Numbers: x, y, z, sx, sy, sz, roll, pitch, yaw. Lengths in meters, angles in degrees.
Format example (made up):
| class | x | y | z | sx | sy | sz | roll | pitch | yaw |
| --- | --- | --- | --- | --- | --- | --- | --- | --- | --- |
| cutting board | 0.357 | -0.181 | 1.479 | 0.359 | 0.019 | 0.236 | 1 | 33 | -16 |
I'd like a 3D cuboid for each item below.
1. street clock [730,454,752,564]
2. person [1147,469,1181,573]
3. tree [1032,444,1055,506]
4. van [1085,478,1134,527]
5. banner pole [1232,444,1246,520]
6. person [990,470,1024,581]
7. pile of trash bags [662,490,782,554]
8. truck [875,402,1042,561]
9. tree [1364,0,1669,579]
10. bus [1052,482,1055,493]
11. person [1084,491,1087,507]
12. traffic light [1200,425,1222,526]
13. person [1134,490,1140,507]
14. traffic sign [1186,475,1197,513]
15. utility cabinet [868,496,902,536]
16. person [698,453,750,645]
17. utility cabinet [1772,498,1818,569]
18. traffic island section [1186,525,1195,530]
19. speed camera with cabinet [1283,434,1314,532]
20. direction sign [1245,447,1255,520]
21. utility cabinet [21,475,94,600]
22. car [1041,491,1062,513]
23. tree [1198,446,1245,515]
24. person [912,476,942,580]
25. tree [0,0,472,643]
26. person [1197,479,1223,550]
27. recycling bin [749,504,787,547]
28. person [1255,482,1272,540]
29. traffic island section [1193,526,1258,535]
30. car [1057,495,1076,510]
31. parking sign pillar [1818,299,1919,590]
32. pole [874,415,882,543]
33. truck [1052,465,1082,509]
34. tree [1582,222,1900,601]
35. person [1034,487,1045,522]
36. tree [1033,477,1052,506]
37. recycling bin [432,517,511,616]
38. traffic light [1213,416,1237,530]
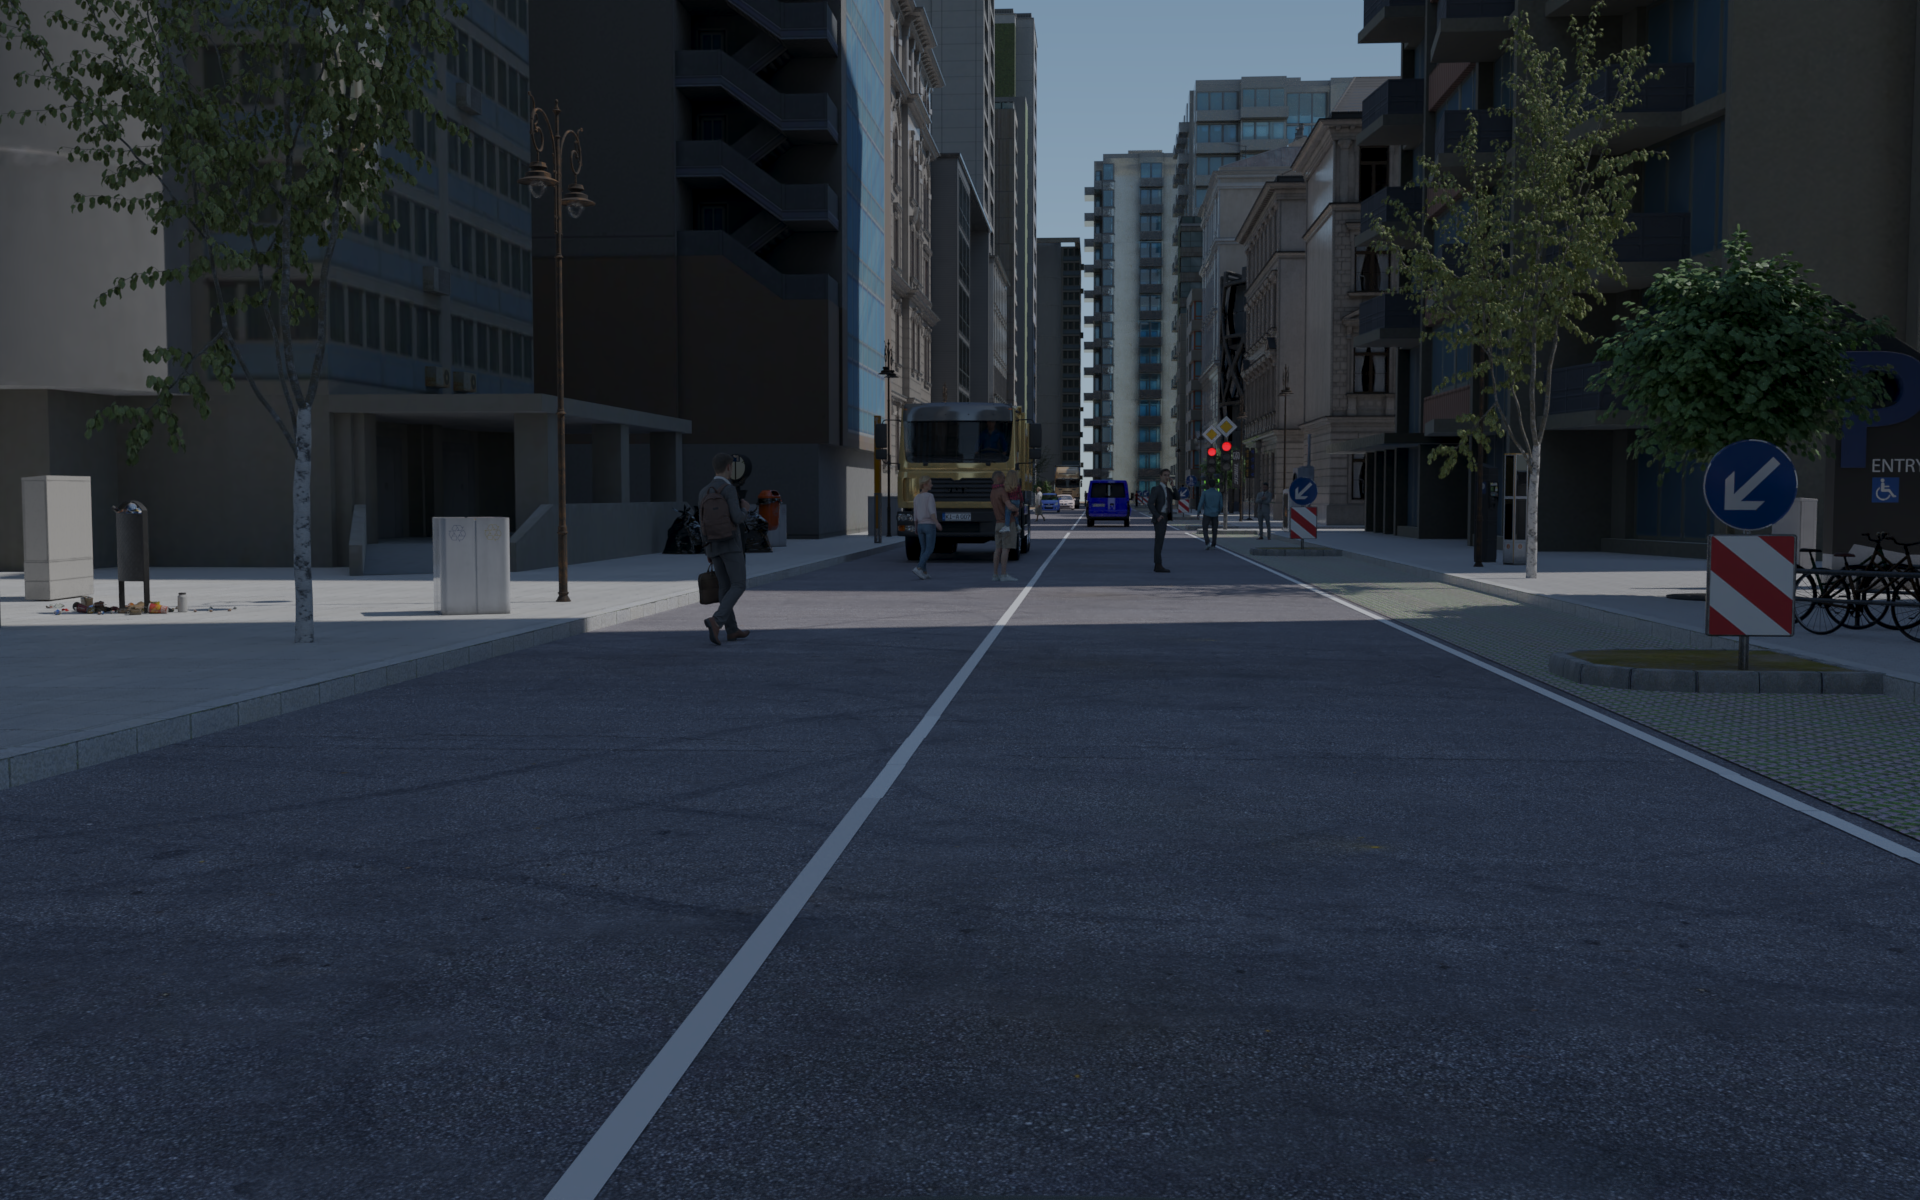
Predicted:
| class | x | y | z | sx | sy | sz | roll | pitch | yaw |
| --- | --- | --- | --- | --- | --- | --- | --- | --- | --- |
| street clock | -4.033 | -1.647 | 31.499 | 0.471 | 2.002 | 0.358 | 2 | 4 | 27 |
| person | 3.767 | -1.470 | 31.893 | 0.474 | 1.900 | 0.648 | 2 | 4 | 30 |
| tree | 7.844 | -14.374 | 185.383 | 4.360 | 8.622 | 3.978 | 0 | 3 | 0 |
| van | 6.633 | -4.449 | 77.131 | 2.240 | 2.365 | 5.245 | 0 | 4 | 6 |
| banner pole | 13.856 | -5.872 | 86.032 | 0.863 | 3.779 | 0.401 | 3 | 5 | 41 |
| person | 0.752 | -1.225 | 28.510 | 0.580 | 1.828 | 0.573 | 1 | 4 | 16 |
| pile of trash bags | -4.953 | -1.738 | 38.171 | 1.912 | 1.369 | 3.447 | 2 | 4 | 25 |
| truck | 0.229 | -2.667 | 39.536 | 3.469 | 3.379 | 9.791 | 0 | 4 | 4 |
| tree | 8.617 | -4.647 | 26.344 | 4.737 | 8.622 | 4.395 | 0 | 3 | 0 |
| bus | 12.156 | -12.365 | 197.035 | 2.948 | 3.499 | 13.247 | 0 | 4 | 5 |
| person | 14.267 | -11.487 | 196.332 | 0.705 | 1.822 | 1.348 | -1 | 4 | -11 |
| traffic light | 10.165 | -4.971 | 70.189 | 0.839 | 4.253 | 0.868 | 0 | 4 | 5 |
| person | 19.763 | -11.358 | 194.143 | 0.705 | 1.831 | 1.348 | 3 | 5 | 43 |
| traffic sign | 15.604 | -7.139 | 116.831 | 0.768 | 2.556 | 0.104 | 1 | 4 | 12 |
| utility cabinet | -2.319 | -2.587 | 53.467 | 1.020 | 1.237 | 0.306 | 1 | 4 | 14 |
| person | -2.299 | -0.505 | 16.713 | 0.622 | 1.834 | 0.822 | 2 | 4 | 32 |
| utility cabinet | 14.245 | -1.127 | 29.581 | 0.306 | 1.237 | 1.020 | 0 | 4 | 0 |
| traffic island section | 10.205 | -2.937 | 70.300 | 2.009 | 0.180 | 2.903 | 0 | 4 | 5 |
| speed camera with cabinet | 11.301 | -3.887 | 57.893 | 0.660 | 3.252 | 2.038 | 0 | 4 | -2 |
| direction sign | 14.147 | -5.662 | 84.574 | 0.379 | 3.537 | 0.876 | -1 | 4 | -20 |
| utility cabinet | -11.037 | -0.765 | 21.184 | 0.318 | 1.500 | 1.173 | 0 | 4 | -3 |
| car | 6.942 | -7.656 | 134.761 | 1.945 | 1.707 | 3.694 | 0 | 4 | 4 |
| tree | 16.343 | -7.517 | 106.625 | 4.285 | 4.588 | 4.351 | 0 | 3 | 0 |
| person | -0.589 | -1.218 | 29.080 | 0.731 | 1.740 | 0.598 | 3 | 4 | 36 |
| tree | -5.845 | -3.946 | 14.883 | 4.737 | 8.622 | 4.395 | 0 | 3 | 0 |
| person | 6.459 | -2.210 | 44.651 | 0.660 | 1.820 | 0.620 | -1 | 4 | -8 |
| recycling bin | -4.700 | -1.810 | 42.140 | 0.722 | 1.027 | 0.722 | 2 | 4 | 27 |
| person | 9.481 | -2.777 | 54.089 | 0.511 | 1.800 | 0.466 | 1 | 4 | 18 |
| traffic island section | 9.569 | -2.450 | 62.340 | 2.009 | 0.180 | 2.903 | 0 | 4 | 5 |
| car | 9.421 | -8.820 | 156.573 | 2.083 | 1.381 | 4.827 | 0 | 4 | 4 |
| parking sign pillar | 12.625 | -2.157 | 23.736 | 1.447 | 3.967 | 1.447 | 1 | 4 | 10 |
| pole | -2.138 | -3.132 | 45.048 | 0.158 | 3.312 | 0.155 | 0 | 3 | 0 |
| truck | 10.495 | -11.008 | 168.889 | 2.839 | 4.237 | 11.283 | 0 | 4 | 4 |
| tree | 9.387 | -2.289 | 21.147 | 4.285 | 4.588 | 4.351 | 0 | 3 | 0 |
| person | 4.167 | -4.986 | 90.253 | 0.641 | 1.798 | 0.478 | 3 | 4 | 38 |
| tree | 8.683 | -11.961 | 190.160 | 1.663 | 3.219 | 1.824 | 0 | 3 | 0 |
| recycling bin | -5.278 | -0.376 | 18.702 | 0.722 | 1.027 | 0.722 | -2 | 4 | -23 |
| traffic light | 9.530 | -4.484 | 62.229 | 0.839 | 4.253 | 0.868 | 0 | 4 | 5 |
